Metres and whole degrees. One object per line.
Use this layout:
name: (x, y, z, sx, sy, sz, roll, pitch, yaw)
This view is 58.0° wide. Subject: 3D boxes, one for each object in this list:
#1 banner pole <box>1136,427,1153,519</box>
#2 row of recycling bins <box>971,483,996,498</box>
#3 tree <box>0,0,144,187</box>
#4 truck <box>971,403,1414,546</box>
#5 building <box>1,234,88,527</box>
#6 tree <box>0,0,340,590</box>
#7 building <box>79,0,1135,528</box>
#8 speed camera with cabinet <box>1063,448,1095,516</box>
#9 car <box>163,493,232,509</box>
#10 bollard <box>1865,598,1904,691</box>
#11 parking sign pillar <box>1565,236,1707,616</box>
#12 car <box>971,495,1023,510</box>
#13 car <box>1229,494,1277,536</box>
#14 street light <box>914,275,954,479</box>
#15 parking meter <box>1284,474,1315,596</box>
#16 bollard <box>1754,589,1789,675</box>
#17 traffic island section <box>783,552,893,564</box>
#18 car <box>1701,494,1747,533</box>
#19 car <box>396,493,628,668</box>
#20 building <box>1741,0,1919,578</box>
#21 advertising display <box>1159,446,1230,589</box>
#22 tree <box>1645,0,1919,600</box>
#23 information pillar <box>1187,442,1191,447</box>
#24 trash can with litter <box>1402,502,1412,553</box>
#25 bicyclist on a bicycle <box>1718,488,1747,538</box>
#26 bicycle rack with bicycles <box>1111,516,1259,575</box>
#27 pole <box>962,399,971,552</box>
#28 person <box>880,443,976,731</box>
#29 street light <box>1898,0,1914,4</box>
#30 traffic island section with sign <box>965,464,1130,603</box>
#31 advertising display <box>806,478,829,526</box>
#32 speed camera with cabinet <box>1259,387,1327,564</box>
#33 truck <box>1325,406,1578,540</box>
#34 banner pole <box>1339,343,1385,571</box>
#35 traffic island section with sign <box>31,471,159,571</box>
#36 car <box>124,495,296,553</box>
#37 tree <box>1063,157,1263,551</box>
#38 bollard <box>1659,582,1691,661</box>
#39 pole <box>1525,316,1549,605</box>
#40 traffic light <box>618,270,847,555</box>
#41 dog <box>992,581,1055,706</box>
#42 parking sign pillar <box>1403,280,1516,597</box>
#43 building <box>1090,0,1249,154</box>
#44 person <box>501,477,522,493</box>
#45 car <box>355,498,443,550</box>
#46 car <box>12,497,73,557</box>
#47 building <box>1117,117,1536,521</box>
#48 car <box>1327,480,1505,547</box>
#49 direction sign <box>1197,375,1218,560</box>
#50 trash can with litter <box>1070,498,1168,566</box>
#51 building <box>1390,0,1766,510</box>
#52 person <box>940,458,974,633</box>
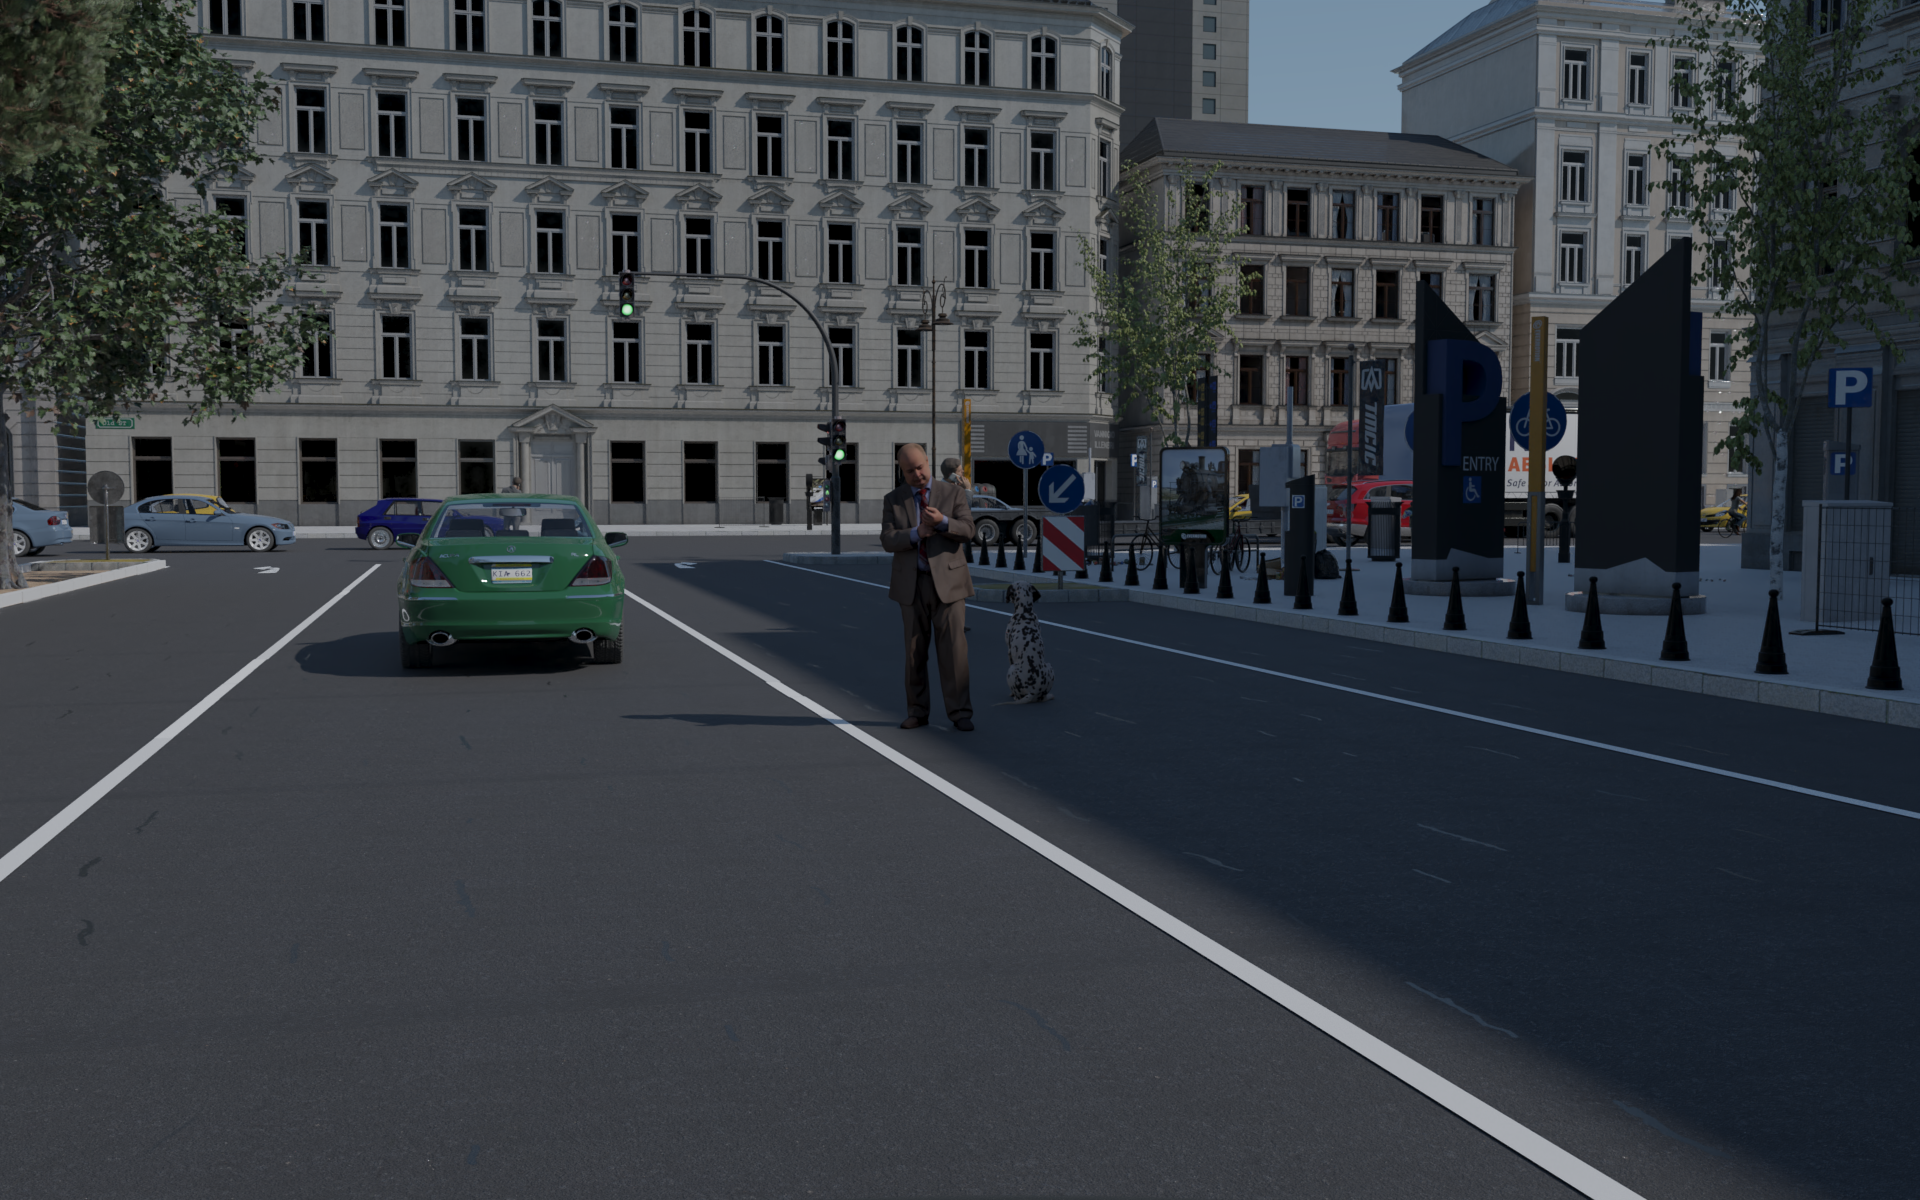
banner pole: (6.977, -4.596, 65.158, 0.863, 3.779, 0.401, 3, 4, 37)
row of recycling bins: (0.493, -3.621, 66.318, 1.069, 1.692, 3.534, 1, 4, 19)
tree: (-12.549, -6.572, 17.331, 7.806, 13.903, 7.818, 0, 3, 0)
truck: (7.595, -3.690, 50.087, 18.799, 4.110, 2.967, -1, 4, -17)
building: (-47.190, -13.834, 67.985, 24.055, 21.916, 13.314, -1, 4, -16)
tree: (-14.593, -6.511, 25.927, 9.611, 12.733, 9.660, 0, 3, 0)
building: (-14.876, -18.490, 78.729, 44.131, 29.872, 17.030, -1, 4, -16)
speed camera with cabinet: (5.116, -4.915, 74.699, 0.660, 3.252, 2.038, -1, 4, -23)
car: (-24.360, -2.635, 53.301, 3.980, 1.641, 2.015, -1, 4, -14)
bollard: (6.093, 0.284, 11.396, 0.229, 0.601, 0.229, 0, 3, 0)
parking sign pillar: (7.392, -1.859, 18.860, 1.447, 3.967, 1.447, -2, 4, -32)
car: (0.859, -2.966, 60.495, 4.499, 1.417, 2.014, -1, 4, -15)
car: (9.504, -2.925, 58.054, 3.980, 1.641, 2.015, -1, 4, -15)
street light: (-0.557, -3.915, 36.795, 0.468, 5.910, 1.993, -1, 4, -16)
parking meter: (4.285, -0.823, 21.860, 0.372, 1.533, 0.369, 0, 3, 0)
bollard: (5.813, 0.223, 12.389, 0.229, 0.601, 0.229, 0, 3, 0)
traffic island section: (-2.624, -0.887, 36.776, 2.009, 0.180, 2.903, -1, 4, -16)
car: (29.804, -3.385, 65.568, 3.980, 1.641, 2.015, -1, 4, -14)
car: (-4.075, -0.246, 15.821, 2.131, 1.459, 4.920, -1, 4, -14)
building: (20.421, -10.569, 21.960, 9.793, 20.994, 18.267, -1, 4, -16)
advertising display: (3.178, -1.120, 23.532, 0.974, 1.923, 0.123, 2, 4, 28)
tree: (10.108, -4.308, 20.798, 4.737, 8.622, 4.395, 0, 3, 0)
information pillar: (9.946, -5.128, 75.202, 0.183, 3.616, 0.504, -2, 4, -26)
trash can with litter: (9.430, -1.445, 35.007, 0.624, 1.170, 1.055, 3, 5, 41)
bicyclist on a bicycle: (25.434, -2.846, 56.548, 1.625, 1.676, 1.499, -1, 4, -16)
bicycle rack with bicycles: (3.960, -0.949, 28.892, 2.852, 0.926, 2.925, 3, 4, 38)
pole: (0.138, -2.654, 37.230, 0.158, 3.312, 0.155, 0, 3, 0)
person: (-0.186, -0.083, 10.544, 0.565, 1.739, 0.600, -1, 4, -19)
street light: (6.661, -2.352, 11.241, 0.468, 5.910, 1.993, -1, 4, -16)
traffic island section with sign: (1.053, -0.932, 23.859, 1.989, 1.847, 2.006, -1, 4, -16)
advertising display: (-5.799, -3.997, 70.571, 0.974, 1.923, 0.123, -2, 4, -31)
speed camera with cabinet: (6.302, -2.346, 32.699, 0.660, 3.252, 2.038, 2, 4, 33)
truck: (16.765, -4.123, 56.325, 11.283, 4.237, 2.839, -1, 4, -16)
banner pole: (6.655, -2.364, 28.668, 0.863, 3.779, 0.401, 3, 5, 43)
traffic island section with sign: (-16.434, -1.527, 33.100, 2.006, 1.907, 1.989, -1, 4, -16)
car: (-18.853, -1.889, 42.887, 4.499, 1.417, 2.014, -1, 4, -16)
tree: (4.472, -5.308, 37.152, 4.737, 8.622, 4.395, 0, 3, 0)
bollard: (5.528, 0.163, 13.376, 0.229, 0.601, 0.229, 0, 3, 0)
pole: (6.662, -1.599, 19.991, 0.158, 3.312, 0.155, 0, 3, 0)
traffic light: (-4.653, -3.748, 35.940, 4.771, 5.953, 1.251, -1, 4, -16)
dog: (0.390, 0.295, 12.019, 0.513, 0.831, 0.800, 2, 4, 31)
parking sign pillar: (6.411, -2.063, 22.199, 1.447, 3.967, 1.447, -2, 4, -34)
building: (16.726, -45.570, 183.326, 20.611, 71.187, 20.563, -1, 4, -16)
person: (-10.896, -2.066, 42.080, 0.655, 1.846, 0.447, 0, 4, 4)
car: (-13.785, -2.005, 45.363, 3.894, 1.354, 1.945, -1, 4, -16)
car: (-22.826, -1.688, 39.599, 4.499, 1.417, 2.014, -1, 4, -16)
building: (16.492, -13.458, 84.670, 19.286, 19.102, 10.561, -1, 4, -16)
car: (12.241, -2.339, 46.922, 5.304, 1.827, 2.281, -1, 4, -17)
direction sign: (4.780, -2.540, 33.523, 0.379, 3.537, 0.876, -1, 4, -16)
trash can with litter: (2.638, -1.239, 31.321, 2.233, 1.210, 1.678, 1, 4, 8)
building: (35.082, -18.704, 91.713, 20.117, 28.700, 13.634, -1, 4, -16)
person: (-0.060, -0.563, 17.890, 0.473, 1.802, 0.592, 1, 4, 12)
